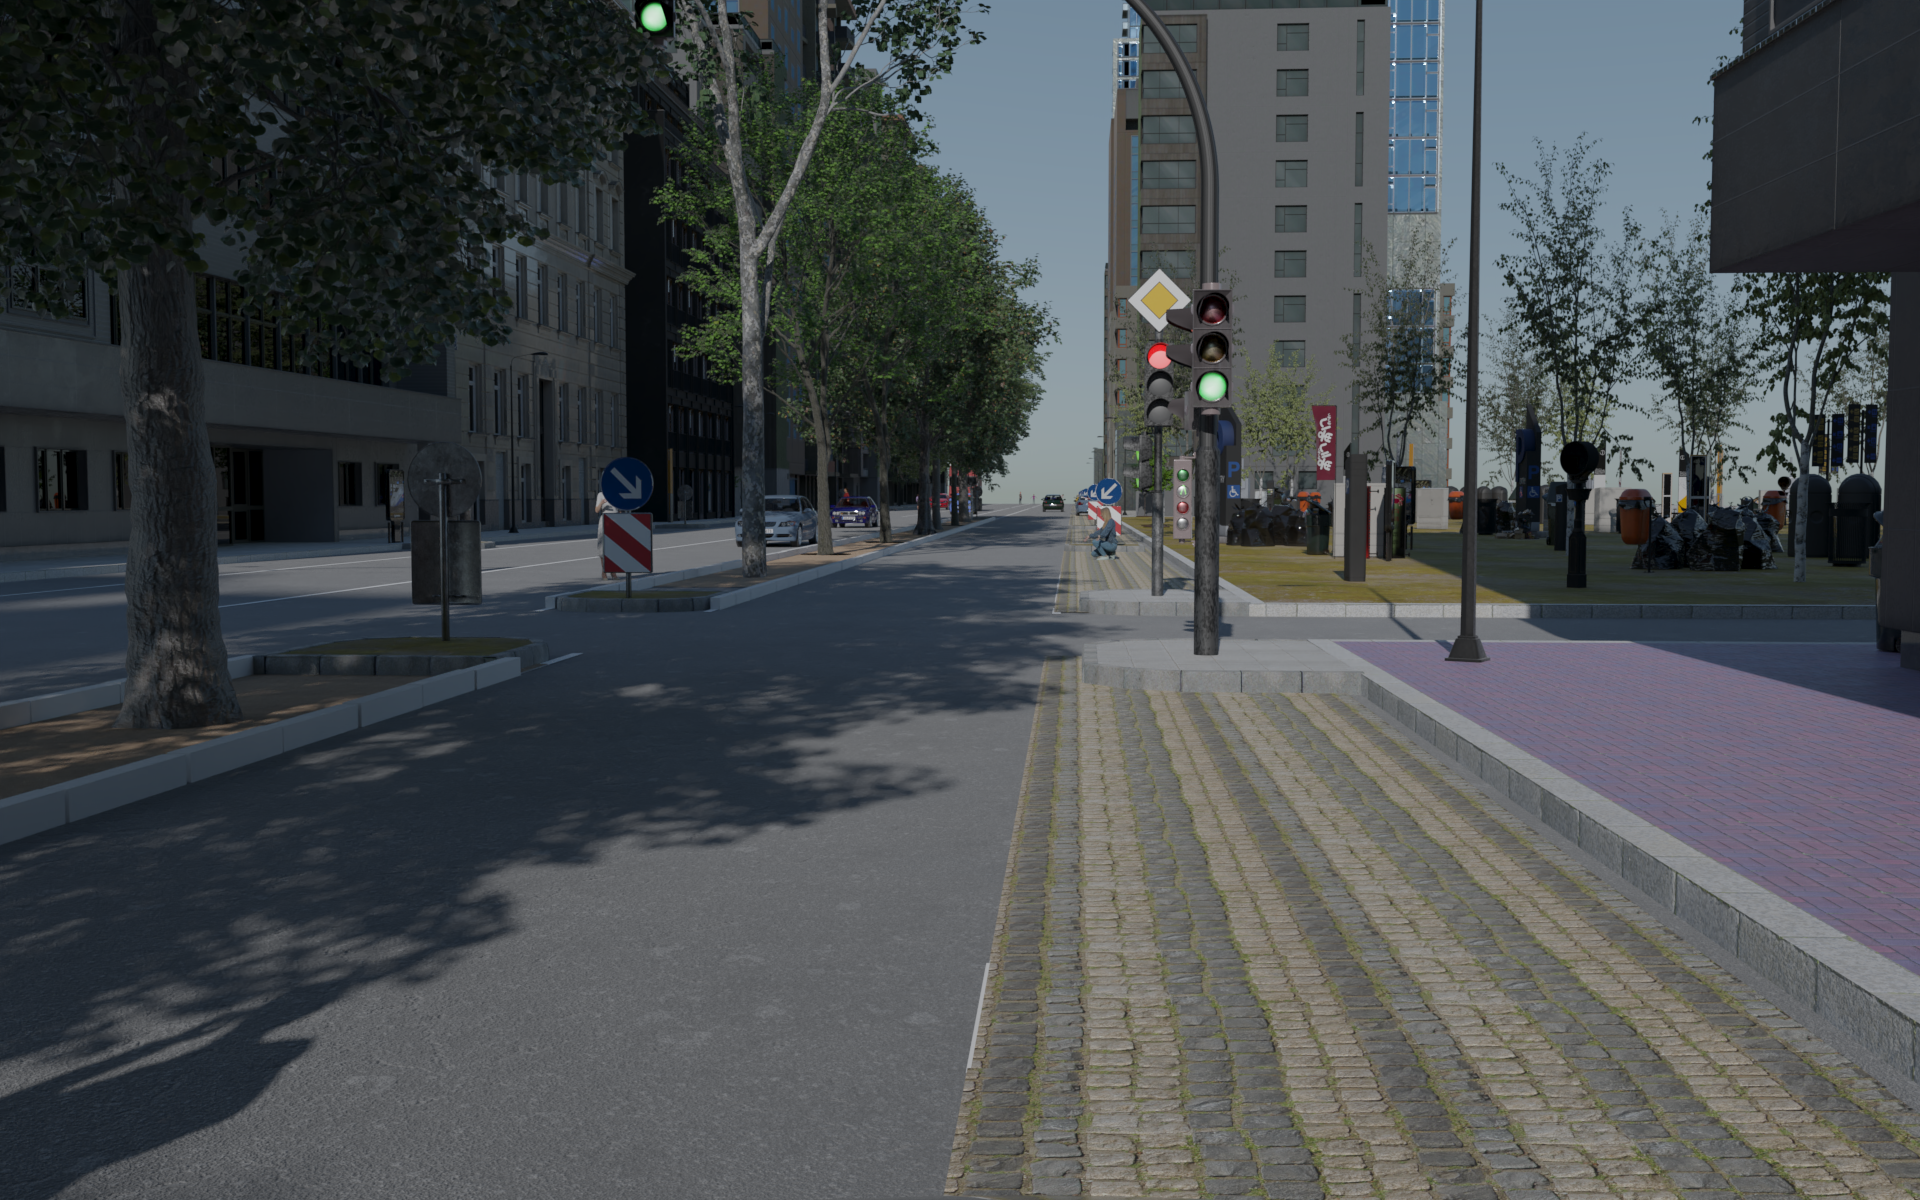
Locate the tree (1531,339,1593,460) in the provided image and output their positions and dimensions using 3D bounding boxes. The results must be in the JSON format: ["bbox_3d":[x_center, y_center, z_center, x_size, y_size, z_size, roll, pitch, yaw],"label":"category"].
[{"bbox_3d":[28.202,-7.893,79.417,4.737,8.622,4.395,0,3,0],"label":"tree"}]

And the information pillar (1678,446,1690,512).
[{"bbox_3d":[35.269,-5.694,84.448,0.504,3.616,0.183,0,4,4],"label":"information pillar"}]

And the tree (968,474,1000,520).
[{"bbox_3d":[0.647,-8.729,95.544,4.360,8.622,3.978,0,3,0],"label":"tree"}]

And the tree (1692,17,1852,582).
[{"bbox_3d":[12.474,-4.568,25.043,4.737,8.622,4.395,0,3,0],"label":"tree"}]

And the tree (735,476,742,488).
[{"bbox_3d":[-13.149,-6.223,96.347,1.663,3.219,1.824,0,3,0],"label":"tree"}]

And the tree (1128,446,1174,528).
[{"bbox_3d":[7.615,-4.557,69.102,1.663,3.219,1.824,0,3,0],"label":"tree"}]

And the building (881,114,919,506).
[{"bbox_3d":[-16.459,-33.155,196.708,22.147,44.769,28.867,0,4,4],"label":"building"}]

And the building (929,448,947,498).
[{"bbox_3d":[-9.327,-29.106,247.581,14.160,30.474,14.107,0,4,4],"label":"building"}]

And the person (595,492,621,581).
[{"bbox_3d":[-5.798,-1.203,28.737,0.480,1.755,0.524,-2,4,-35],"label":"person"}]

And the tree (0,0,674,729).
[{"bbox_3d":[-4.839,-6.187,10.268,9.857,13.997,8.962,0,3,0],"label":"tree"}]

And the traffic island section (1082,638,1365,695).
[{"bbox_3d":[1.982,0.515,13.868,2.009,0.180,2.903,0,4,4],"label":"traffic island section"}]

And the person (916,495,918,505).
[{"bbox_3d":[-3.201,-7.533,134.893,0.421,1.427,0.697,-1,4,-9],"label":"person"}]

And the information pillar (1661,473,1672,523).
[{"bbox_3d":[24.567,-3.409,60.233,0.304,2.012,0.304,1,4,15],"label":"information pillar"}]

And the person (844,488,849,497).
[{"bbox_3d":[-7.346,-6.295,111.362,0.705,1.831,1.348,-2,4,-24],"label":"person"}]

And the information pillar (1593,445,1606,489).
[{"bbox_3d":[27.597,-5.097,74.694,0.504,3.616,0.183,0,4,7],"label":"information pillar"}]

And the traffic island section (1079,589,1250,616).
[{"bbox_3d":[2.508,0.027,21.836,2.009,0.180,2.903,0,4,4],"label":"traffic island section"}]

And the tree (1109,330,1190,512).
[{"bbox_3d":[8.831,-7.754,77.148,4.737,8.622,4.395,0,3,0],"label":"tree"}]

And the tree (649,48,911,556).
[{"bbox_3d":[-3.250,-6.852,40.250,9.928,11.665,9.643,0,3,0],"label":"tree"}]

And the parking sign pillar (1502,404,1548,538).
[{"bbox_3d":[16.862,-3.847,51.378,1.447,3.967,1.447,0,4,5],"label":"parking sign pillar"}]

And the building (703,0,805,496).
[{"bbox_3d":[-18.725,-28.683,119.086,14.600,45.320,14.200,0,4,4],"label":"building"}]

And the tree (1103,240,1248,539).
[{"bbox_3d":[6.372,-6.056,49.376,4.360,8.622,3.978,0,3,0],"label":"tree"}]

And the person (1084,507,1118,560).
[{"bbox_3d":[3.062,-1.434,37.439,0.738,1.151,1.012,0,4,2],"label":"person"}]

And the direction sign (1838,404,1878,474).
[{"bbox_3d":[22.721,-3.160,43.668,0.876,3.537,0.379,-1,4,-16],"label":"direction sign"}]

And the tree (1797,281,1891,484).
[{"bbox_3d":[30.039,-6.536,57.222,4.360,8.622,3.978,0,3,0],"label":"tree"}]

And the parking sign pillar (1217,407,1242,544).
[{"bbox_3d":[6.950,-3.486,45.470,1.447,3.967,1.447,-1,4,-12],"label":"parking sign pillar"}]

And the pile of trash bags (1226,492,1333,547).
[{"bbox_3d":[8.382,-2.028,42.906,3.447,1.369,1.912,0,4,-1],"label":"pile of trash bags"}]

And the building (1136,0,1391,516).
[{"bbox_3d":[17.707,-20.370,104.747,14.160,30.474,14.107,0,4,4],"label":"building"}]

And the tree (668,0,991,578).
[{"bbox_3d":[-2.366,-10.385,28.144,12.611,20.169,13.585,0,3,0],"label":"tree"}]

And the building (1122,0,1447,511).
[{"bbox_3d":[22.991,-49.699,125.249,22.319,86.520,31.000,0,4,4],"label":"building"}]

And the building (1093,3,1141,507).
[{"bbox_3d":[29.858,-56.576,237.695,22.319,86.520,31.000,0,4,4],"label":"building"}]

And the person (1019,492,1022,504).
[{"bbox_3d":[8.552,-14.256,242.108,0.617,1.759,0.750,-2,4,-34],"label":"person"}]

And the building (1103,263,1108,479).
[{"bbox_3d":[24.956,-27.199,216.410,14.160,30.474,14.107,0,4,4],"label":"building"}]

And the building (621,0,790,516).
[{"bbox_3d":[-18.544,-20.408,105.369,14.160,30.474,14.107,0,4,4],"label":"building"}]

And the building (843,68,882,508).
[{"bbox_3d":[-14.947,-29.265,162.069,14.154,41.232,14.086,0,4,4],"label":"building"}]

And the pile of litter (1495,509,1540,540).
[{"bbox_3d":[15.964,-2.182,49.633,1.176,0.858,1.719,0,4,6],"label":"pile of litter"}]

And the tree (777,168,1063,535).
[{"bbox_3d":[-1.243,-8.595,59.989,9.611,12.733,9.660,0,3,0],"label":"tree"}]

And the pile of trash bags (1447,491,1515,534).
[{"bbox_3d":[17.245,-2.886,56.933,3.447,1.369,1.912,-3,4,-36],"label":"pile of trash bags"}]

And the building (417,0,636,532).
[{"bbox_3d":[-21.387,-16.424,65.793,12.463,27.353,25.104,0,4,4],"label":"building"}]

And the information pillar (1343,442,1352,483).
[{"bbox_3d":[17.572,-5.331,78.519,0.183,3.616,0.504,-2,4,-26],"label":"information pillar"}]

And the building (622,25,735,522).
[{"bbox_3d":[-18.968,-15.718,86.671,12.332,23.373,15.834,0,4,4],"label":"building"}]

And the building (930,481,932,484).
[{"bbox_3d":[-14.659,-34.937,225.843,22.147,44.769,28.867,0,4,4],"label":"building"}]

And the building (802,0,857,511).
[{"bbox_3d":[-20.248,-29.737,140.828,22.147,44.769,28.867,0,4,4],"label":"building"}]

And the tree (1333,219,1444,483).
[{"bbox_3d":[12.106,-5.938,47.451,4.360,8.622,3.978,0,3,0],"label":"tree"}]

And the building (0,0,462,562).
[{"bbox_3d":[-22.941,-13.363,37.544,14.314,24.678,30.058,0,4,4],"label":"building"}]

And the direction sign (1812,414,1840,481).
[{"bbox_3d":[24.532,-3.487,49.004,0.379,3.537,0.876,-3,4,-38],"label":"direction sign"}]

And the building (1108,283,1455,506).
[{"bbox_3d":[27.649,-19.106,157.415,27.650,21.520,28.899,0,4,4],"label":"building"}]

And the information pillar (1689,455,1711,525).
[{"bbox_3d":[13.799,-1.703,32.338,0.304,2.012,0.304,2,4,34],"label":"information pillar"}]

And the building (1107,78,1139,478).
[{"bbox_3d":[23.660,-32.872,187.560,14.600,45.320,14.200,0,4,4],"label":"building"}]

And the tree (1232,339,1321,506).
[{"bbox_3d":[14.442,-8.113,83.013,4.737,8.622,4.395,0,3,0],"label":"tree"}]

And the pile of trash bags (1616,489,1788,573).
[{"bbox_3d":[12.229,-1.196,29.301,3.447,1.369,1.912,-3,4,-38],"label":"pile of trash bags"}]

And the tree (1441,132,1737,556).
[{"bbox_3d":[12.670,-5.199,35.373,4.360,8.622,3.978,0,3,0],"label":"tree"}]

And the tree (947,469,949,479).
[{"bbox_3d":[-2.267,-18.805,257.818,4.737,8.622,4.395,0,3,0],"label":"tree"}]

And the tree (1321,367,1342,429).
[{"bbox_3d":[17.251,-8.482,89.037,4.737,8.622,4.395,0,3,0],"label":"tree"}]

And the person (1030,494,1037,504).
[{"bbox_3d":[10.287,-14.046,241.374,0.991,1.433,0.599,0,4,4],"label":"person"}]

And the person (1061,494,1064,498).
[{"bbox_3d":[13.923,-13.830,237.805,0.799,1.438,0.628,0,4,-1],"label":"person"}]

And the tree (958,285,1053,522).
[{"bbox_3d":[0.218,-10.926,87.751,9.857,13.997,8.962,0,3,0],"label":"tree"}]

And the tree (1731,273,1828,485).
[{"bbox_3d":[18.821,-5.737,44.160,4.360,8.622,3.978,0,3,0],"label":"tree"}]

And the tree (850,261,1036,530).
[{"bbox_3d":[-0.860,-9.054,68.619,7.486,12.596,7.792,0,3,0],"label":"tree"}]
